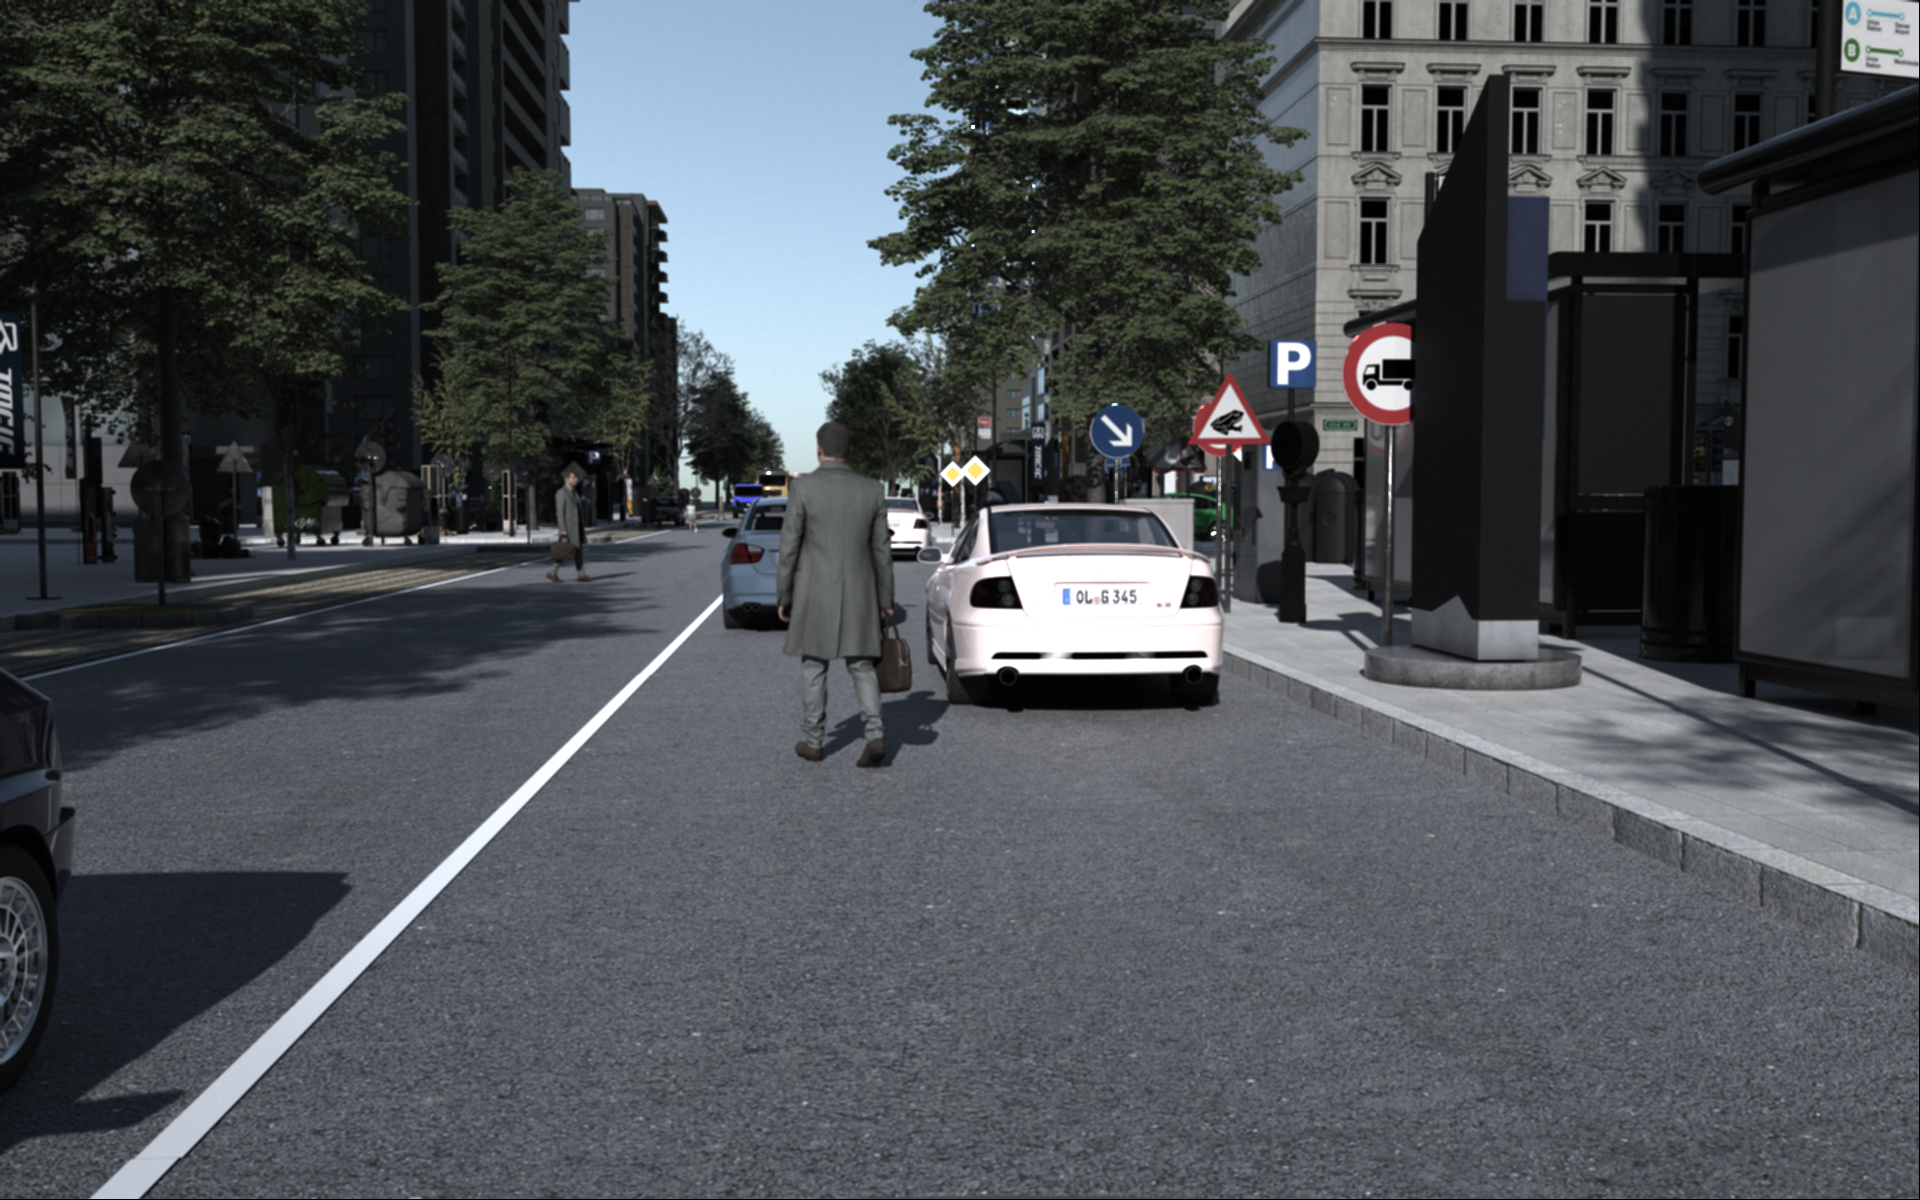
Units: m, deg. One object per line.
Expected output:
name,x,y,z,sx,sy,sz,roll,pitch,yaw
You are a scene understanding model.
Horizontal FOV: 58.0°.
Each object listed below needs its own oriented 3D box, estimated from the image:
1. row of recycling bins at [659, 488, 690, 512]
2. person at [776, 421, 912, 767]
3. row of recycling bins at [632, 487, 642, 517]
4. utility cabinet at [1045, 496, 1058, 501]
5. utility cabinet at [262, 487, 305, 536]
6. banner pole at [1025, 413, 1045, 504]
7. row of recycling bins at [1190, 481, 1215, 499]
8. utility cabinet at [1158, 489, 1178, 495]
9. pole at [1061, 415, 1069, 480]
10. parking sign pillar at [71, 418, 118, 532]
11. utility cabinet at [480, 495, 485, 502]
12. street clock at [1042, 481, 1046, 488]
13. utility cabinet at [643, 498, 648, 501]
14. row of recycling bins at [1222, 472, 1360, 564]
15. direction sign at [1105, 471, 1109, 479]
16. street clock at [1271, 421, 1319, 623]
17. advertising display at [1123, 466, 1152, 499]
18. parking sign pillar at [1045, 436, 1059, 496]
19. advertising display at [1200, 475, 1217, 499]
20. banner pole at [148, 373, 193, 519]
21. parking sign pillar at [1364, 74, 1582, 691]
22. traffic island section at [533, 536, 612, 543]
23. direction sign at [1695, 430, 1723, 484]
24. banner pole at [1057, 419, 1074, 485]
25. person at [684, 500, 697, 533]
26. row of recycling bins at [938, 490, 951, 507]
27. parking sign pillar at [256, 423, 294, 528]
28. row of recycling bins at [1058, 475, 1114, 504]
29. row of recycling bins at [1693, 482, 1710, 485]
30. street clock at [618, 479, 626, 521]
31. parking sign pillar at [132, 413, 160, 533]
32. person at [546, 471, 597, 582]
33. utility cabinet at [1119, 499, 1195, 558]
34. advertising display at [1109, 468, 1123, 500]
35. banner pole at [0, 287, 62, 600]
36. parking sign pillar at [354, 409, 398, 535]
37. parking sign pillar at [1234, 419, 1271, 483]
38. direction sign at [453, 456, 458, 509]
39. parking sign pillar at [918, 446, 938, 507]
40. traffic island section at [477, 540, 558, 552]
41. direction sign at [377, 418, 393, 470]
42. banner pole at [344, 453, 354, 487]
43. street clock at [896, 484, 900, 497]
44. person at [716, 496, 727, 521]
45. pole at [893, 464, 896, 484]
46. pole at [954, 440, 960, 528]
row of recycling bins,-20.212,-7.038,122.187,1.069,1.692,3.534,1,4,21
person,-0.643,-0.036,9.191,0.694,1.812,0.767,-1,4,-21
row of recycling bins,-18.533,-5.672,99.853,1.069,1.692,3.534,0,4,-4
utility cabinet,3.592,-3.475,67.976,0.306,1.237,1.020,3,4,38
utility cabinet,-20.541,-2.686,52.593,1.173,1.500,0.318,-3,4,-36
banner pole,2.270,-3.885,53.538,0.863,3.779,0.401,-1,4,-19
row of recycling bins,8.935,-2.914,54.758,3.534,1.692,1.069,0,4,-4
utility cabinet,9.720,-4.425,81.034,0.318,1.500,1.173,3,5,43
pole,2.645,-3.043,43.591,0.158,3.312,0.155,0,3,0
parking sign pillar,-29.830,-4.348,59.554,1.447,3.967,1.447,-2,4,-32
utility cabinet,-31.554,-6.285,113.928,0.306,1.237,1.020,-2,4,-32
street clock,3.683,-4.531,78.650,0.358,2.002,0.471,2,4,32
utility cabinet,-17.076,-5.253,94.570,0.318,1.500,1.173,0,4,3
row of recycling bins,6.418,-1.605,33.357,1.069,1.692,3.534,-2,4,-25
direction sign,8.674,-6.864,104.221,0.379,3.537,0.876,3,5,42
street clock,3.328,-0.776,17.258,0.358,2.002,0.471,-2,4,-31
advertising display,4.125,-2.120,39.874,0.123,1.923,0.974,-2,4,-24
parking sign pillar,4.207,-5.683,81.382,1.447,3.967,1.447,-1,4,-23
advertising display,8.666,-3.360,60.151,0.974,1.923,0.123,-3,5,-43
banner pole,-16.518,-2.811,35.973,0.401,3.779,0.863,2,4,33
parking sign pillar,3.543,-1.432,11.891,1.447,3.967,1.447,0,4,-5
traffic island section,-11.558,-1.808,51.843,2.009,0.180,2.903,0,4,-4
direction sign,26.330,-4.218,60.963,0.876,3.537,0.379,1,4,18
banner pole,3.554,-4.149,57.851,0.863,3.779,0.401,-3,4,-38
person,-9.996,-3.100,64.204,0.505,1.210,0.382,0,4,-6
row of recycling bins,-1.145,-6.858,119.233,1.069,1.692,3.534,-1,4,-18
parking sign pillar,-26.011,-4.730,65.802,1.447,3.967,1.447,3,5,42
row of recycling bins,2.879,-1.934,38.740,1.069,1.692,3.534,1,4,13
row of recycling bins,24.188,-3.126,58.219,3.534,1.692,1.069,-3,4,-37
street clock,-15.892,-4.700,81.420,0.358,2.002,0.471,0,4,3
parking sign pillar,-27.014,-4.256,58.052,1.447,3.967,1.447,-2,4,-30
person,-6.327,-1.196,28.157,0.767,1.812,0.694,1,4,10
utility cabinet,2.752,-0.803,24.291,1.020,1.237,0.306,-1,4,-13
advertising display,3.880,-2.304,42.891,0.123,1.923,0.974,1,4,22
banner pole,-11.450,-1.899,21.066,0.863,3.779,0.401,0,4,-7
parking sign pillar,-18.265,-4.036,54.463,1.447,3.967,1.447,1,4,20
parking sign pillar,10.621,-4.550,62.865,1.447,3.967,1.447,1,4,15
direction sign,-29.007,-6.588,99.703,0.379,3.537,0.876,0,4,-3
parking sign pillar,-1.659,-6.253,90.701,1.447,3.967,1.447,-2,4,-34
traffic island section,-10.942,-1.321,43.881,2.009,0.180,2.903,0,4,-4
direction sign,-17.134,-3.651,51.693,0.379,3.537,0.876,1,4,10
banner pole,-37.185,-7.056,105.383,0.863,3.779,0.401,0,4,4
street clock,-4.412,-7.093,120.544,0.471,2.002,0.358,1,4,13
person,-12.850,-4.918,93.183,0.640,1.303,0.475,-2,4,-33
pole,-4.528,-7.668,119.222,0.158,3.312,0.155,0,3,0
pole,-0.115,-4.382,65.490,0.158,3.312,0.155,0,3,0
